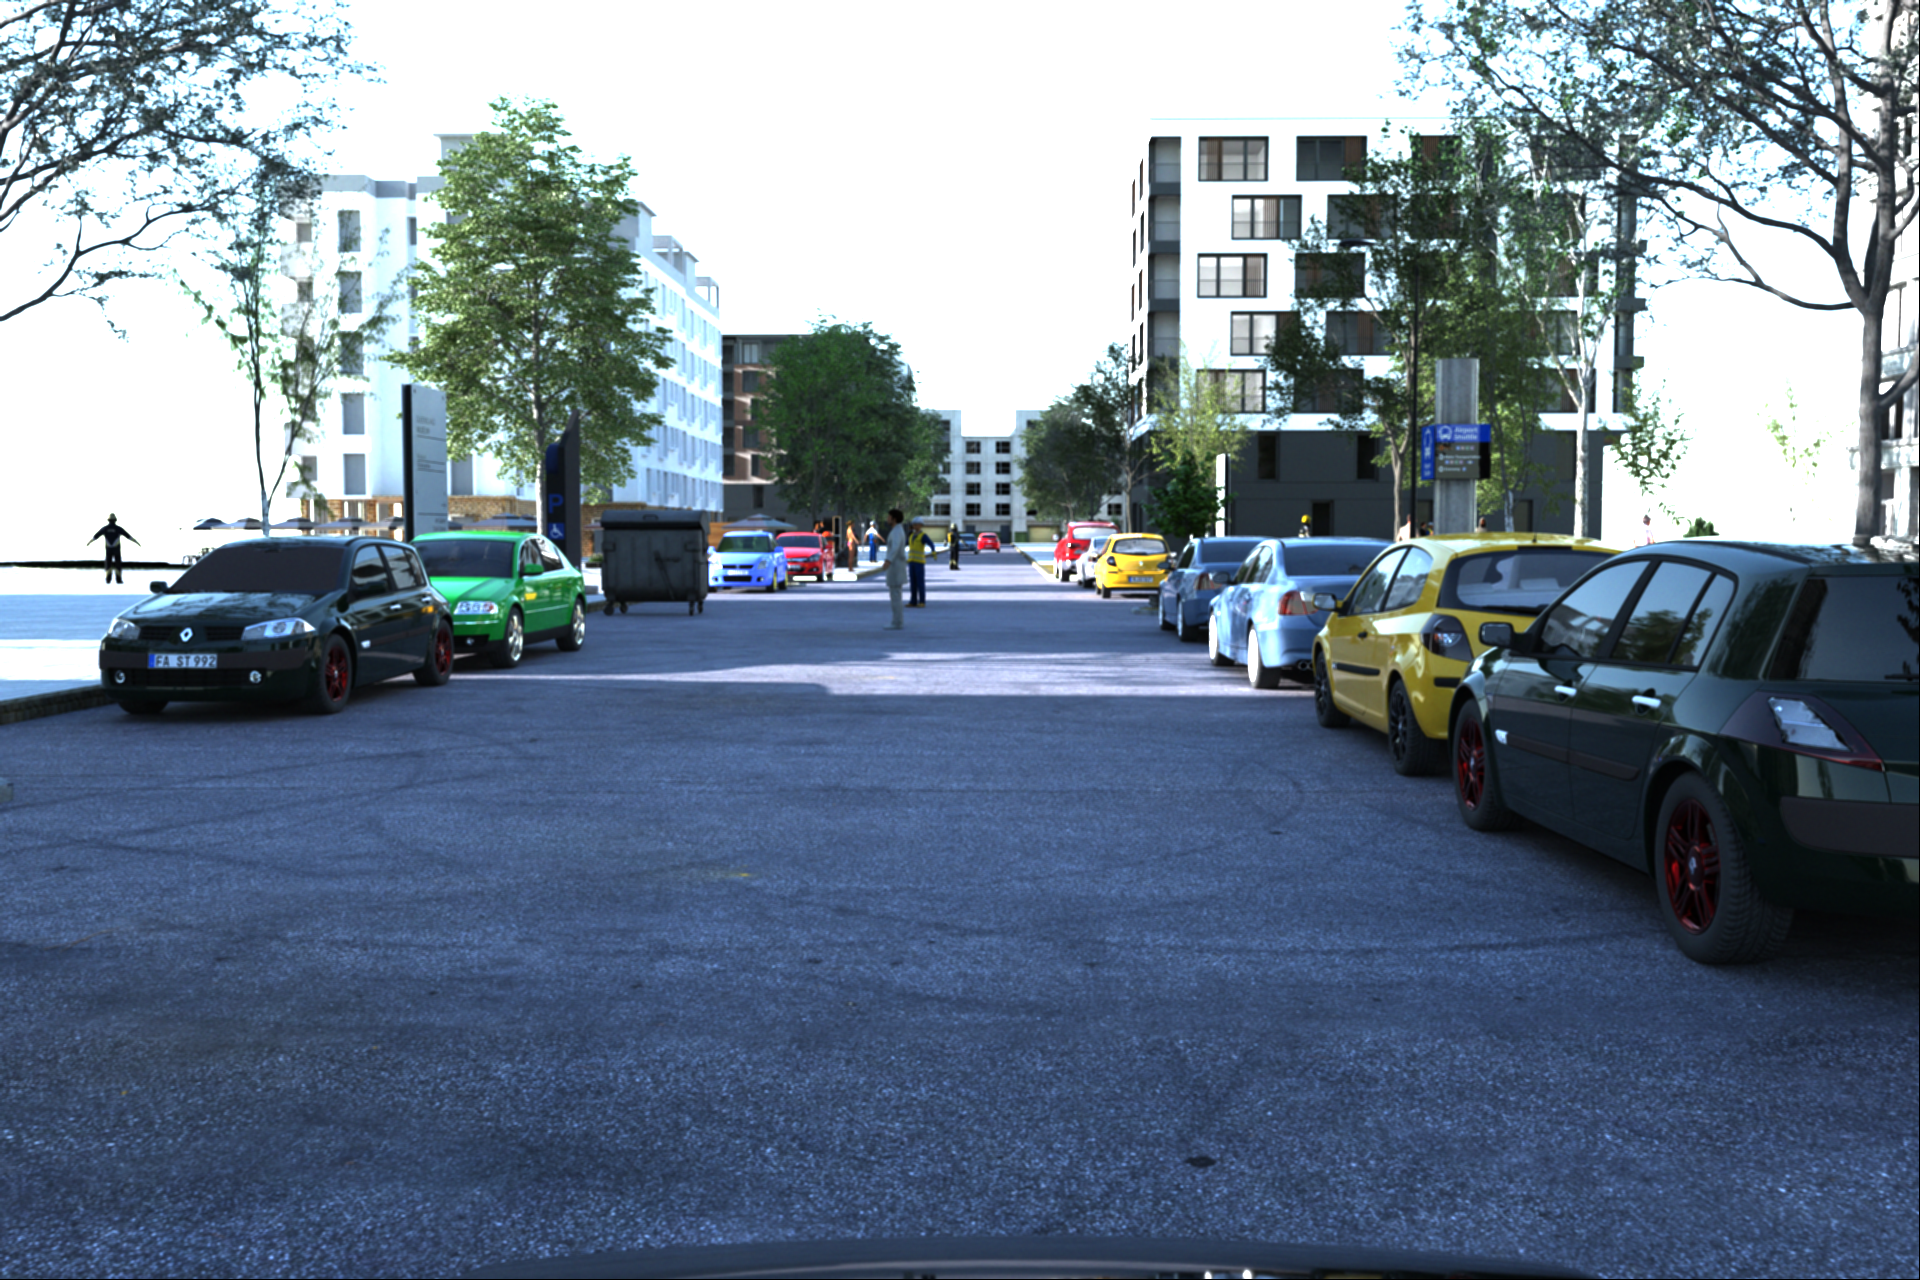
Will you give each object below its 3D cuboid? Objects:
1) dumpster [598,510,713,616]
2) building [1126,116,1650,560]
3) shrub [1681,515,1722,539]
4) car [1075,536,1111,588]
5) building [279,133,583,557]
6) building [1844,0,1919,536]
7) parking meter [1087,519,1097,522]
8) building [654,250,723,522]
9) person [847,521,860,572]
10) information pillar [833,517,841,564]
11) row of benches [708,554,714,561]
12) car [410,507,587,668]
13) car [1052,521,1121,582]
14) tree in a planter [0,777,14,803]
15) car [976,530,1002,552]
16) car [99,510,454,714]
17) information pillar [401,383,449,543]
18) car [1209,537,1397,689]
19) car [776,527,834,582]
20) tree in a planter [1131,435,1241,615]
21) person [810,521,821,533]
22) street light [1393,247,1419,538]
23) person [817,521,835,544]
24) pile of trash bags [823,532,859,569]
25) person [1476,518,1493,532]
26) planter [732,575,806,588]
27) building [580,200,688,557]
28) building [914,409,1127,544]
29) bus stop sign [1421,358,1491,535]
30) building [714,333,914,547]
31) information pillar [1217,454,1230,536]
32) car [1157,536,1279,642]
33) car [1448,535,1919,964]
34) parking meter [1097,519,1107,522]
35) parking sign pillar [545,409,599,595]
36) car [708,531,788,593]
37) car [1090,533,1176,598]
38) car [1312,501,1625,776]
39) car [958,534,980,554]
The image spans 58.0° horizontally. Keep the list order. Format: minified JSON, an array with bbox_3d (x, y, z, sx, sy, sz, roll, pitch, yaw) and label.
[{"bbox_3d":[-5.414,-1.384,30.840,1.865,1.857,1.264,0,4,1],"label":"dumpster"},{"bbox_3d":[23.550,-15.751,101.506,27.936,21.610,32.646,0,4,1],"label":"building"},{"bbox_3d":[27.249,-3.628,63.743,1.690,2.028,1.600,0,3,0],"label":"shrub"},{"bbox_3d":[4.203,-2.136,47.291,2.083,1.381,4.827,0,4,1],"label":"car"},{"bbox_3d":[-26.168,-13.869,83.179,16.016,20.090,11.380,0,4,1],"label":"building"},{"bbox_3d":[26.245,-11.519,35.012,8.464,21.280,15.925,0,4,1],"label":"building"},{"bbox_3d":[5.050,-3.685,65.966,0.399,1.863,0.255,0,4,2],"label":"parking meter"},{"bbox_3d":[-22.993,-15.935,116.953,16.016,20.090,11.380,0,4,1],"label":"building"},{"bbox_3d":[-3.621,-3.193,59.003,0.721,1.733,1.217,-1,4,-17],"label":"person"},{"bbox_3d":[-5.202,-4.215,73.404,0.304,2.012,0.304,0,4,0],"label":"information pillar"},{"bbox_3d":[-7.663,-2.378,54.344,1.422,0.672,4.104,-3,5,-44],"label":"row of benches"},{"bbox_3d":[-5.580,-0.678,19.886,1.959,1.807,4.718,0,4,1],"label":"car"},{"bbox_3d":[4.014,-2.738,53.440,2.281,1.827,5.304,0,4,0],"label":"car"},{"bbox_3d":[-6.114,-0.708,8.795,1.991,3.239,1.994,0,4,1],"label":"tree in a planter"},{"bbox_3d":[2.231,-7.786,136.341,2.155,1.783,4.494,0,4,1],"label":"car"},{"bbox_3d":[-5.768,-0.321,15.027,2.009,1.686,4.222,0,4,2],"label":"car"},{"bbox_3d":[-8.591,-2.236,27.882,0.184,3.620,1.656,0,4,2],"label":"information pillar"},{"bbox_3d":[3.583,-0.324,17.293,2.014,1.417,4.499,0,4,1],"label":"car"},{"bbox_3d":[-4.877,-2.672,52.730,2.155,1.783,4.494,0,4,2],"label":"car"},{"bbox_3d":[4.116,-2.082,31.263,1.991,3.239,1.994,0,4,1],"label":"tree in a planter"},{"bbox_3d":[-5.735,-3.901,69.925,1.345,1.843,0.704,-1,4,-15],"label":"person"},{"bbox_3d":[7.736,-3.355,27.392,1.470,5.913,1.316,0,4,1],"label":"street light"},{"bbox_3d":[-5.406,-3.801,68.367,1.346,1.802,0.704,-3,5,-45],"label":"person"},{"bbox_3d":[-4.837,-3.432,65.863,1.912,1.369,3.447,0,4,2],"label":"pile of trash bags"},{"bbox_3d":[16.841,-3.038,55.798,1.348,1.813,0.705,1,4,13],"label":"person"},{"bbox_3d":[-5.217,-1.577,46.925,1.991,0.319,1.994,0,4,1],"label":"planter"},{"bbox_3d":[-22.910,-14.881,99.716,16.016,20.090,11.380,0,4,1],"label":"building"},{"bbox_3d":[7.475,-23.379,251.167,31.486,18.905,16.747,0,4,-1],"label":"building"},{"bbox_3d":[7.497,-2.276,26.232,0.837,3.901,0.837,0,4,1],"label":"bus stop sign"},{"bbox_3d":[-19.886,-21.345,192.959,27.936,21.610,32.646,0,4,1],"label":"building"},{"bbox_3d":[7.832,-3.686,51.577,0.184,3.620,1.656,0,4,1],"label":"information pillar"},{"bbox_3d":[3.818,-0.753,24.311,2.014,1.417,4.499,0,4,1],"label":"car"},{"bbox_3d":[3.301,0.161,7.151,2.009,1.686,4.222,0,4,1],"label":"car"},{"bbox_3d":[5.380,-3.651,65.406,0.399,1.863,0.255,0,4,2],"label":"parking meter"},{"bbox_3d":[-8.428,-2.957,36.816,1.447,3.967,1.447,0,4,1],"label":"parking sign pillar"},{"bbox_3d":[-5.319,-2.067,43.387,1.945,1.707,3.694,0,4,1],"label":"car"},{"bbox_3d":[4.032,-1.817,39.937,2.015,1.641,3.980,0,4,2],"label":"car"},{"bbox_3d":[3.481,-0.088,11.661,2.015,1.641,3.980,0,4,2],"label":"car"},{"bbox_3d":[0.434,-6.829,123.653,2.014,1.417,4.499,0,4,2],"label":"car"}]
